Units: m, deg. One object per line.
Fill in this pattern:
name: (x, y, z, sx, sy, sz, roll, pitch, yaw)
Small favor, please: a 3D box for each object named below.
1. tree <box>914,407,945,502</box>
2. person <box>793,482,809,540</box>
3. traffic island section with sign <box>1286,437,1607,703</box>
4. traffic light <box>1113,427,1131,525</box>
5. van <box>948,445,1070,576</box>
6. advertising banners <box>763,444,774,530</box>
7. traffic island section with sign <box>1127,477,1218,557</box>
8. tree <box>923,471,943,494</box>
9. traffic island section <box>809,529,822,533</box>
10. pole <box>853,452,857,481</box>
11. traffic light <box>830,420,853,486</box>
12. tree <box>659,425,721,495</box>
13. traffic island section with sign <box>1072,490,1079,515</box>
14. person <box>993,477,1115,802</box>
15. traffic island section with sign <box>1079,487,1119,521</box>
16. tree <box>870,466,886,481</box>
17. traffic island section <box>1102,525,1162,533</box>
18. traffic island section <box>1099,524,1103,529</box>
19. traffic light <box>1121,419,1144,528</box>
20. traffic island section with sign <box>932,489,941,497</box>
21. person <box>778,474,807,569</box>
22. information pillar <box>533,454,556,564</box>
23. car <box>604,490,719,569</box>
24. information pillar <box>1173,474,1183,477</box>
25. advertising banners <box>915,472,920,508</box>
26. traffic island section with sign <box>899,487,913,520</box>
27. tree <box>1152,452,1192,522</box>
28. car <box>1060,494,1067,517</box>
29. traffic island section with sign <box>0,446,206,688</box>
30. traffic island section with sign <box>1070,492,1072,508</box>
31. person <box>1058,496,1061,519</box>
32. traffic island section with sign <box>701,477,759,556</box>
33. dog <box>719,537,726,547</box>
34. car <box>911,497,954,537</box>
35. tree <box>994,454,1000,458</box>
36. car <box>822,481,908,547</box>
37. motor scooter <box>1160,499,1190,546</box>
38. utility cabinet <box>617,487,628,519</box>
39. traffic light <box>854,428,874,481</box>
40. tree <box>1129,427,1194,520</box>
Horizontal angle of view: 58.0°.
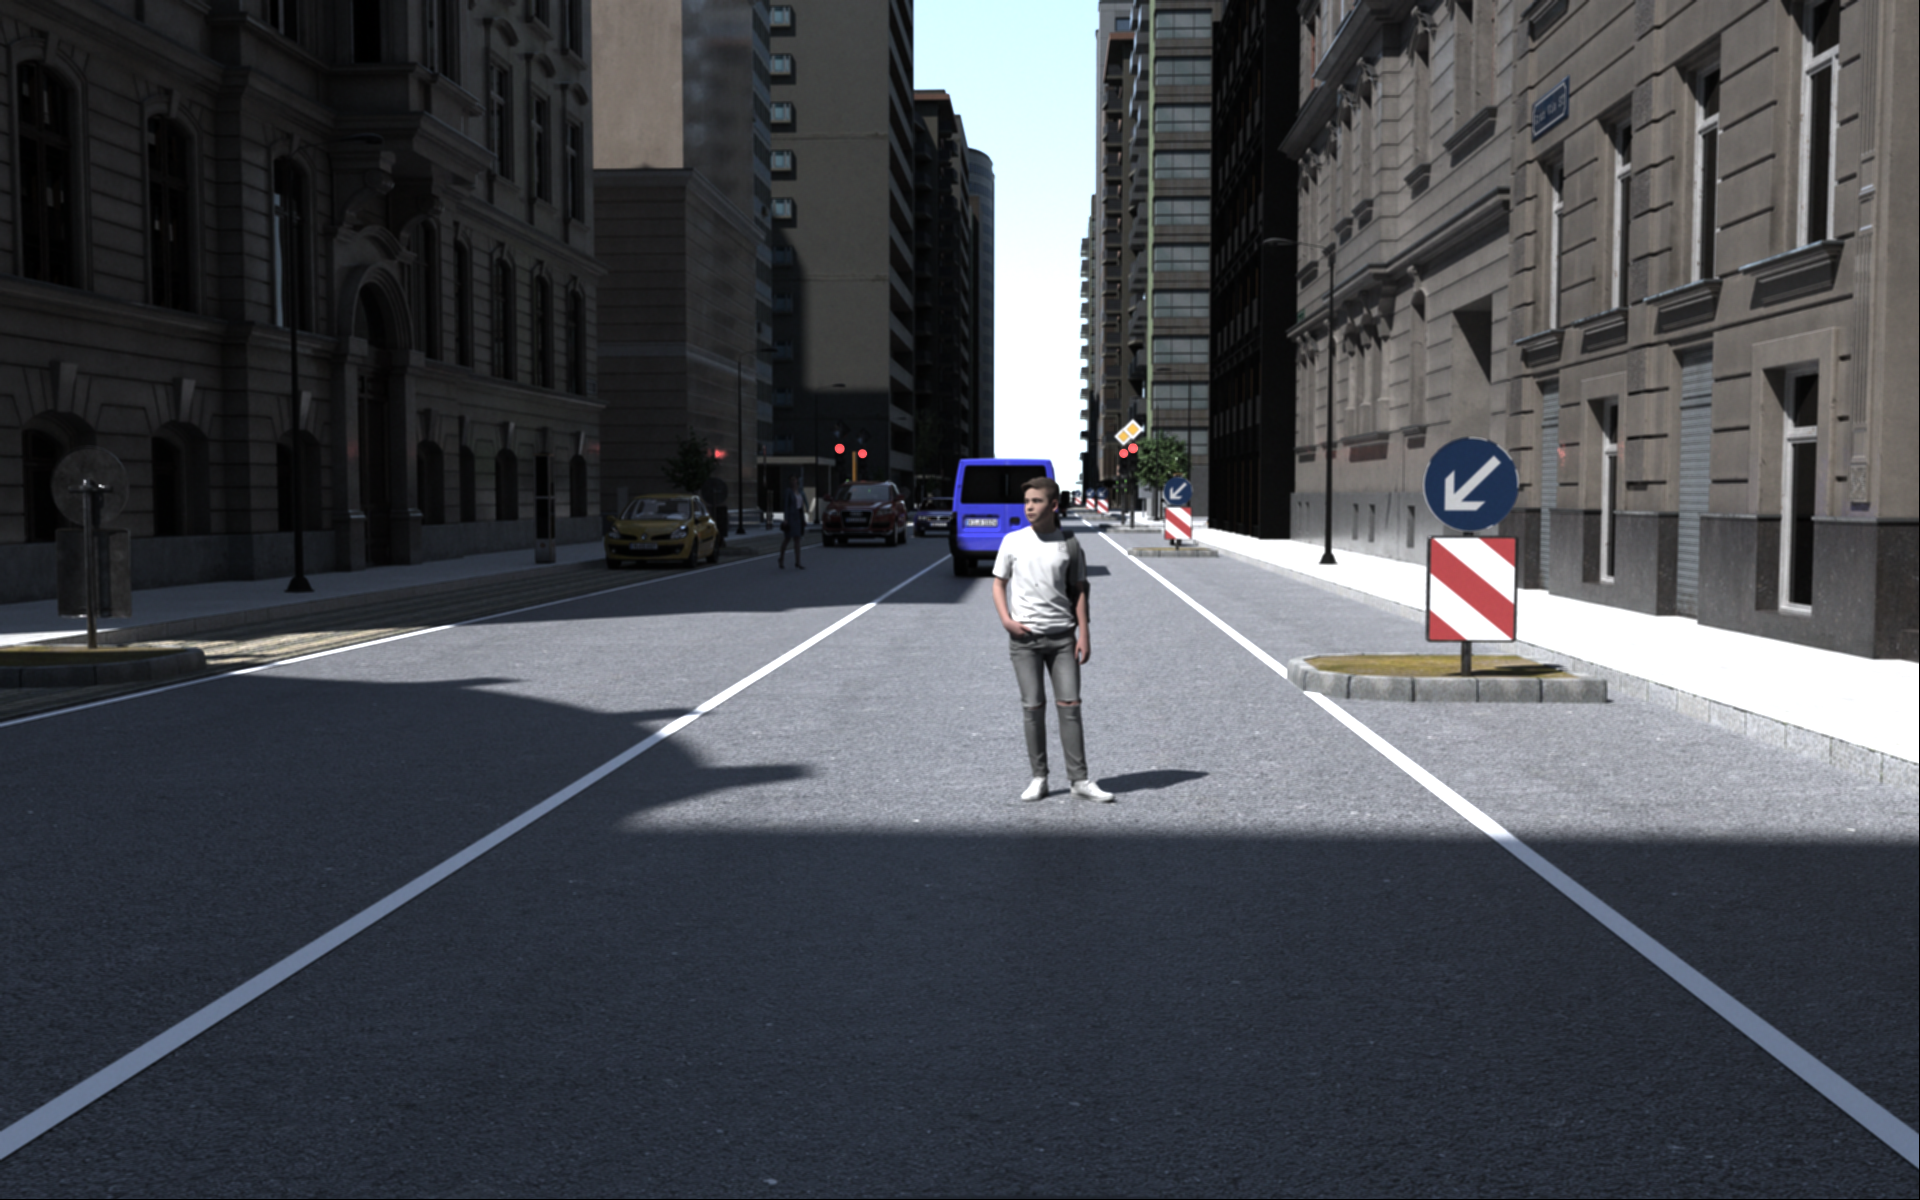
tree: (-3.320, -11.783, 143.011, 4.737, 8.622, 4.395, 0, 3, 0)
person: (-5.060, -2.792, 54.172, 0.660, 1.820, 0.620, -1, 4, -9)
traffic island section with sign: (3.493, -0.259, 12.856, 1.989, 1.847, 2.006, 0, 4, 3)
traffic light: (6.831, -5.121, 72.650, 0.839, 4.253, 0.868, 0, 4, 3)
van: (0.917, -1.693, 32.070, 2.240, 2.365, 5.245, 0, 4, 3)
advertising banners: (-6.861, -4.018, 61.880, 0.090, 3.025, 2.074, 0, 4, 3)
traffic island section with sign: (4.884, -1.927, 40.130, 1.989, 1.847, 2.006, 0, 4, 3)
tree: (-2.363, -9.317, 146.932, 1.663, 3.219, 1.824, 0, 3, 0)
traffic island section: (-4.513, -2.634, 65.349, 2.009, 0.180, 2.903, 0, 4, 3)
pole: (-5.034, -5.455, 83.024, 0.158, 3.312, 0.155, 0, 3, 0)
traffic light: (-4.474, -4.666, 65.212, 0.839, 4.253, 0.868, 0, 4, 3)
tree: (-7.608, -3.300, 48.550, 1.663, 3.219, 1.824, 0, 3, 0)
traffic island section with sign: (9.017, -6.899, 121.429, 1.989, 1.847, 2.006, 0, 4, 3)
person: (0.436, 0.182, 8.121, 0.503, 1.515, 0.523, -2, 4, -33)
traffic island section with sign: (7.655, -5.253, 94.508, 1.989, 1.847, 2.006, 0, 4, 3)
tree: (-5.040, -7.020, 109.377, 1.663, 3.219, 1.824, 0, 3, 0)
traffic island section: (6.464, -2.600, 64.787, 2.009, 0.180, 2.903, 0, 4, 3)
traffic island section: (6.870, -3.088, 72.761, 2.009, 0.180, 2.903, 0, 4, 3)
traffic light: (6.424, -4.633, 64.675, 0.839, 4.253, 0.868, 0, 4, 3)
traffic island section with sign: (-1.625, -6.937, 122.049, 1.989, 1.847, 2.006, 0, 4, 3)
person: (-3.225, -1.514, 33.270, 0.581, 1.822, 0.654, -3, 4, -37)
information pillar: (-7.691, -1.687, 32.074, 0.304, 2.012, 0.304, 0, 4, 4)
car: (-5.878, -1.475, 34.347, 2.015, 1.641, 3.980, 0, 4, 1)
information pillar: (7.825, -3.534, 62.271, 0.304, 2.012, 0.304, 0, 4, -2)
advertising banners: (-3.338, -8.532, 135.679, 0.090, 3.025, 2.074, -1, 4, -12)
traffic island section with sign: (-3.009, -5.267, 94.747, 1.989, 1.847, 2.006, 0, 4, 3)
tree: (9.793, -5.144, 78.699, 1.663, 3.219, 1.824, 0, 3, 0)
car: (5.824, -6.117, 109.048, 2.155, 1.783, 4.494, 0, 4, 4)
traffic island section with sign: (-7.149, -0.306, 13.639, 1.989, 1.847, 2.006, 0, 4, 3)
traffic island section with sign: (11.607, -10.000, 172.127, 1.989, 1.847, 2.006, 0, 4, 3)
person: (5.532, -5.534, 99.212, 0.641, 1.798, 0.478, 2, 4, 25)
traffic island section with sign: (-5.784, -1.953, 40.560, 1.989, 1.847, 2.006, 0, 4, 3)
dog: (-6.079, -1.693, 44.516, 0.513, 0.831, 0.800, 2, 4, 34)
car: (-0.664, -2.848, 59.139, 1.945, 1.354, 3.894, 0, 4, 2)
tree: (5.828, -21.874, 307.999, 4.360, 8.622, 3.978, 0, 3, 0)
car: (-2.644, -2.462, 48.928, 2.281, 1.827, 5.304, 0, 4, 3)
motor scooter: (6.004, -2.171, 48.276, 0.815, 1.314, 1.986, 0, 4, 1)
utility cabinet: (-9.916, -2.579, 50.842, 0.318, 1.500, 1.173, -1, 4, -10)
traffic light: (-4.067, -5.154, 73.187, 0.839, 4.253, 0.868, 0, 4, 3)
tree: (10.562, -6.531, 90.489, 4.285, 4.588, 4.351, 0, 3, 0)
